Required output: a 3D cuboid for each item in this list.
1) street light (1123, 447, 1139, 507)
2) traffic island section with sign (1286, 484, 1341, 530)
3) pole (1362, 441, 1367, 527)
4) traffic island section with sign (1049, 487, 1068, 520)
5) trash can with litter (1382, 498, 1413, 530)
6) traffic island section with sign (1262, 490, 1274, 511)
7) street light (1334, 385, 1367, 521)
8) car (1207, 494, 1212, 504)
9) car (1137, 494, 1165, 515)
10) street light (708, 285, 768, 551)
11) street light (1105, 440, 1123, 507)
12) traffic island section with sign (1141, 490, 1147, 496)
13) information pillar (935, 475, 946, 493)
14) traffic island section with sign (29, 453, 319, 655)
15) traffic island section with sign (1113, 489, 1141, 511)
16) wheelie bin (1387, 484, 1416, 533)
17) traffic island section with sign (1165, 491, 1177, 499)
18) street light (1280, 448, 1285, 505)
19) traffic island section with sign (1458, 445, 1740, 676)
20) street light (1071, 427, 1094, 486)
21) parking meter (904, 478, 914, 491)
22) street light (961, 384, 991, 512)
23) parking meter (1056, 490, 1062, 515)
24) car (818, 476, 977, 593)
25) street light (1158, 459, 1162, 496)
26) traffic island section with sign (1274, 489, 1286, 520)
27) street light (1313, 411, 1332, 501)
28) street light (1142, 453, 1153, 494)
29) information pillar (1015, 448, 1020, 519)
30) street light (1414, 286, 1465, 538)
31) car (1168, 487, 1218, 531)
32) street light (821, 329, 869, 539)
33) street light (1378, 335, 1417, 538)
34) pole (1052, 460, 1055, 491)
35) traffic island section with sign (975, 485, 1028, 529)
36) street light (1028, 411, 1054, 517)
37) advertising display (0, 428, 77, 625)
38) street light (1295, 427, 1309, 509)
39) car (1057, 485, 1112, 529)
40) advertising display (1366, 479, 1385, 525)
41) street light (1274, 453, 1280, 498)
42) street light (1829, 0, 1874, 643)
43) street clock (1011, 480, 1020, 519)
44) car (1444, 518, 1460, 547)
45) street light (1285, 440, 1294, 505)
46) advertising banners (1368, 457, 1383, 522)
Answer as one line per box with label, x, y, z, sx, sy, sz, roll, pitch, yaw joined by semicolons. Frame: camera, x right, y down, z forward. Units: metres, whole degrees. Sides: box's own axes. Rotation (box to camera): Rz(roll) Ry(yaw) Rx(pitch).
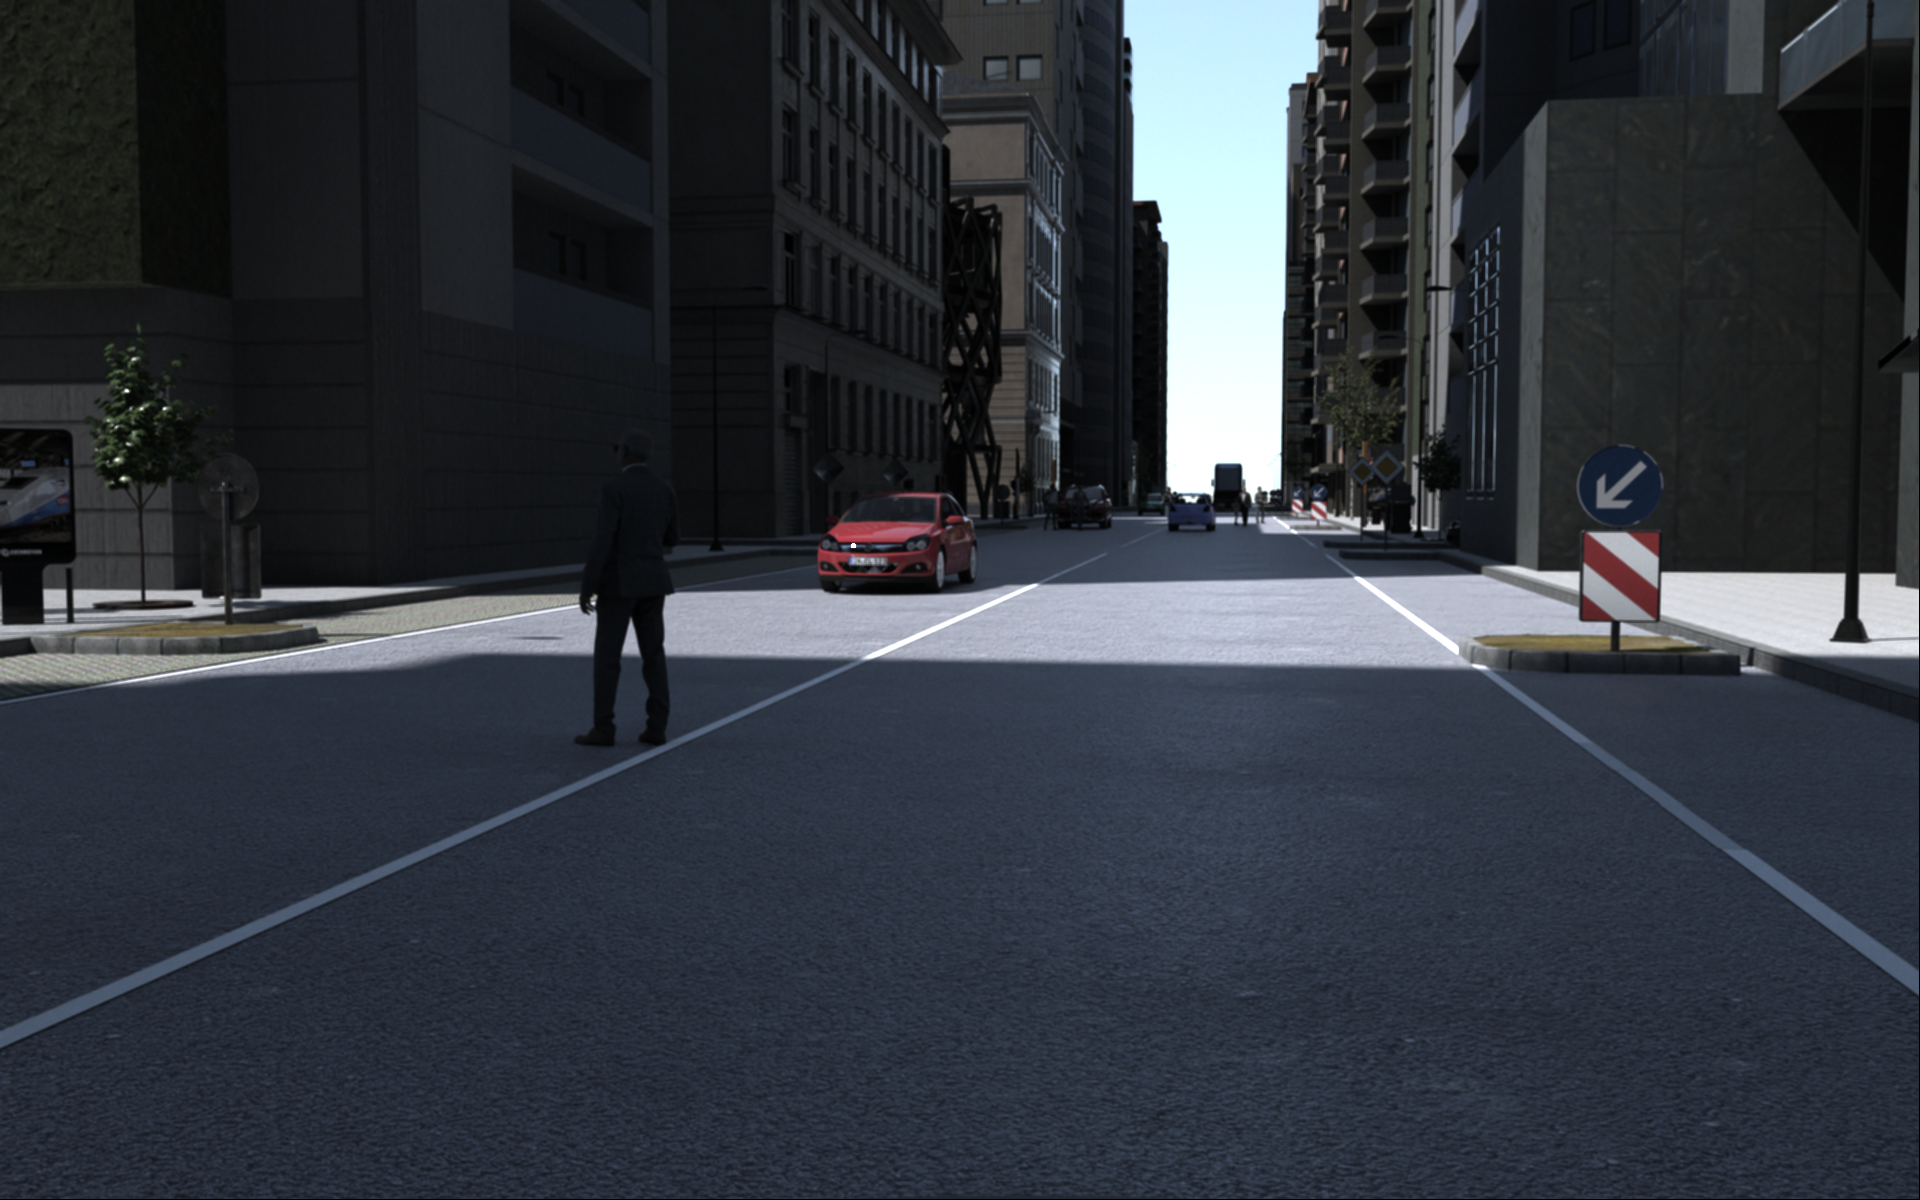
street light;16.876;-12.222;172.367;1.470;5.913;1.316;1;4;9
traffic island section with sign;14.268;-3.730;69.609;1.989;1.847;2.006;1;4;9
pole;15.641;-4.475;67.014;0.158;3.312;0.155;0;3;0
traffic island section with sign;6.069;-5.450;97.734;1.989;1.847;2.006;1;4;9
trash can with litter;15.306;-3.004;60.508;1.055;1.170;0.624;2;4;32
traffic island section with sign;26.565;-8.347;145.106;1.989;1.847;2.006;1;4;9
street light;16.746;-6.202;73.943;1.470;5.913;1.316;1;4;9
car;33.456;-13.906;236.397;2.155;1.783;4.494;1;4;9
car;13.072;-6.691;118.193;1.959;1.807;4.718;0;4;8
street light;-4.958;-4.049;38.749;1.470;5.913;1.316;1;4;9
street light;13.052;-10.793;149.003;1.470;5.913;1.316;1;4;9
traffic island section with sign;18.444;-10.100;173.767;1.989;1.847;2.006;1;4;9
information pillar;-0.743;-3.720;65.320;0.304;2.012;0.304;-3;5;-42
traffic island section with sign;-7.199;-0.467;16.258;1.989;1.847;2.006;1;4;9
traffic island section with sign;14.018;-8.436;146.549;1.989;1.847;2.006;1;4;9
wheelie bin;14.370;-2.976;56.570;0.980;1.594;0.693;1;4;12
traffic island section with sign;27.477;-13.489;229.164;1.989;1.847;2.006;1;4;9
street light;32.974;-12.249;172.804;1.470;5.913;1.316;1;4;9
traffic island section with sign;5.336;-0.374;14.748;1.989;1.847;2.006;1;4;9
street light;8.304;-9.034;120.240;1.470;5.913;1.316;1;4;9
parking meter;-1.918;-3.604;64.642;0.255;1.863;0.399;2;4;25
street light;0.633;-6.175;73.494;1.470;5.913;1.316;1;4;9
parking meter;6.171;-6.075;107.730;0.372;1.533;0.369;0;3;0
car;-0.905;-1.076;26.633;2.155;1.783;4.494;1;4;10
street light;26.130;-15.751;230.074;1.470;5.913;1.316;1;4;9
traffic island section with sign;18.606;-5.358;96.224;1.989;1.847;2.006;1;4;9
street light;20.673;-7.630;97.290;1.470;5.913;1.316;1;4;9
street light;20.709;-13.652;195.754;1.470;5.913;1.316;1;4;9
information pillar;2.929;-5.906;87.921;0.183;3.616;0.504;1;4;13
street light;11.071;-4.046;38.698;1.470;5.913;1.316;1;4;9
car;9.155;-3.584;68.190;1.945;1.707;3.694;1;4;11
street light;-3.248;-4.680;49.057;1.470;5.913;1.316;1;4;9
street light;12.894;-4.773;50.583;1.470;5.913;1.316;1;4;9
pole;5.586;-6.697;103.332;0.158;3.312;0.155;0;3;0
traffic island section with sign;1.738;-3.823;71.128;1.989;1.847;2.006;1;4;9
street light;4.527;-7.603;96.847;1.470;5.913;1.316;1;4;9
advertising display;-9.253;-0.724;17.044;0.974;1.923;0.123;-2;4;-33
street light;25.242;-9.372;125.779;1.470;5.913;1.316;1;4;9
car;5.261;-3.915;72.680;2.281;1.827;5.304;1;4;8
advertising display;17.474;-4.127;72.691;0.974;1.923;0.123;-1;4;-19
street light;38.567;-14.395;207.904;1.470;5.913;1.316;1;4;9
street light;7.228;-2.597;15.009;1.470;5.913;1.316;1;4;9
street clock;2.838;-5.142;88.635;0.358;2.002;0.471;-3;5;-42
car;14.152;-2.015;42.734;4.222;1.686;2.009;1;4;9
street light;28.989;-10.802;149.155;1.470;5.913;1.316;1;4;9
advertising banners;19.442;-5.144;80.298;0.090;3.025;2.074;-1;4;-18
